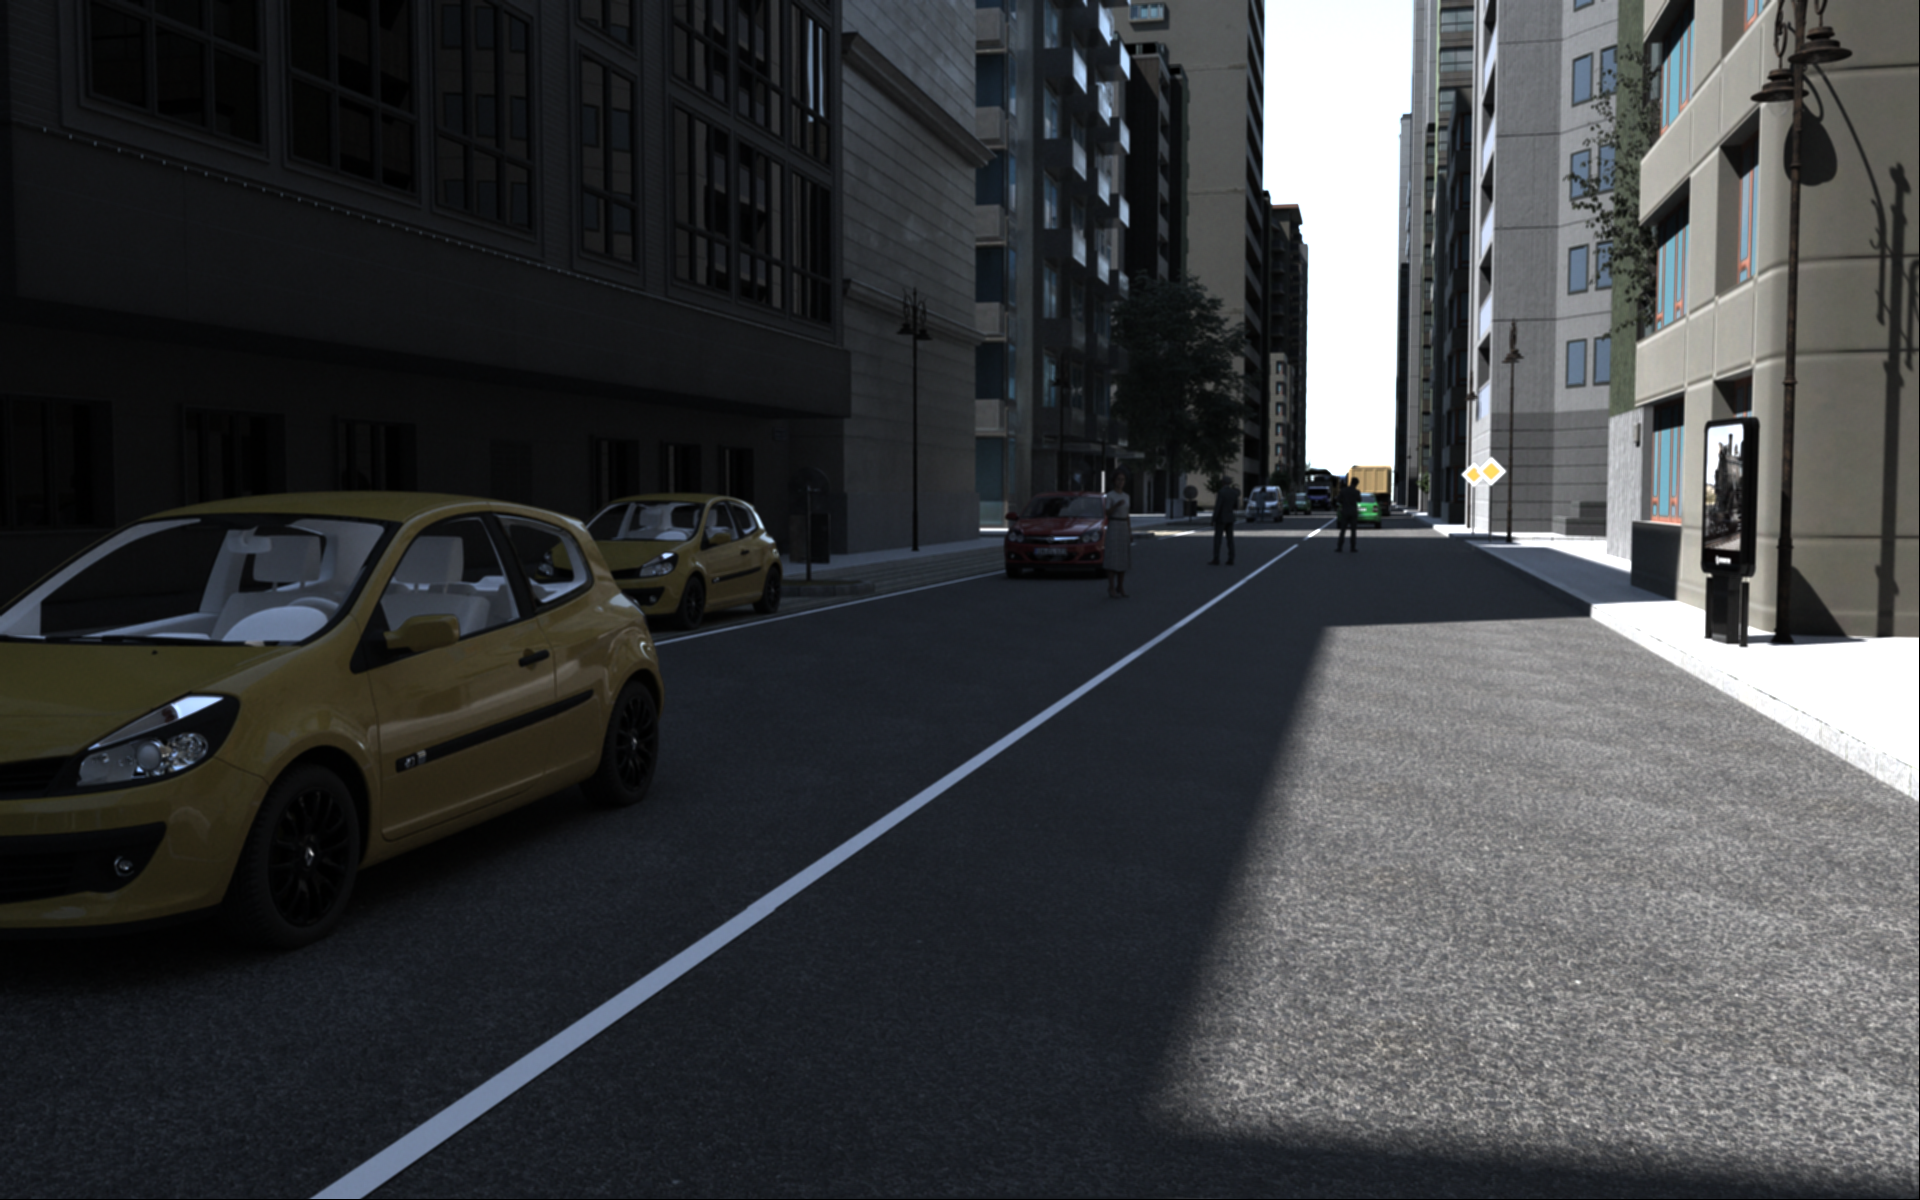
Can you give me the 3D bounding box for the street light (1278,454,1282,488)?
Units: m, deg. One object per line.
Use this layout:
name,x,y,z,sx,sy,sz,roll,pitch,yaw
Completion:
street light,36.010,-13.590,194.986,0.468,5.910,1.993,1,4,13

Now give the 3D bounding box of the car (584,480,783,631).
car,-3.328,-0.563,19.433,2.015,1.641,3.980,1,4,13

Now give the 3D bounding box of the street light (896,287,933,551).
street light,-1.009,-4.043,38.895,0.468,5.910,1.993,1,4,13

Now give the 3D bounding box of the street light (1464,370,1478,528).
street light,18.991,-5.609,64.490,0.468,5.910,1.993,1,4,13

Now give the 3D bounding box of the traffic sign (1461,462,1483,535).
traffic sign,16.027,-3.083,54.054,0.795,2.450,0.064,1,4,13

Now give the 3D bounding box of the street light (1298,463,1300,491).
street light,47.652,-16.572,243.733,0.468,5.910,1.993,1,4,13

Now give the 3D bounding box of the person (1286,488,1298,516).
person,22.141,-6.539,115.514,0.694,1.812,0.767,-3,4,-38

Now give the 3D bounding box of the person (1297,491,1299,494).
person,37.632,-11.283,192.991,0.705,1.823,1.348,1,4,18

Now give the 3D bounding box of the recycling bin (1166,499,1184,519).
recycling bin,11.290,-4.796,90.966,0.722,1.027,0.722,3,5,44

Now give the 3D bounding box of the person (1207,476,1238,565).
person,5.337,-1.627,35.280,0.661,1.801,0.590,-3,4,-36

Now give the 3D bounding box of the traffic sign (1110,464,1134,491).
traffic sign,5.285,-3.240,56.618,0.795,2.450,0.064,1,4,13

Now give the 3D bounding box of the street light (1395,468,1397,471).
street light,55.888,-15.117,219.948,0.468,5.910,1.993,1,4,13

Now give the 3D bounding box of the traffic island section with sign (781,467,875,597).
traffic island section with sign,-2.305,-0.994,24.886,1.989,1.847,2.006,1,4,13

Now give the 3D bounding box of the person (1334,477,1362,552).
person,9.656,-2.127,43.077,0.655,1.846,0.447,1,4,12

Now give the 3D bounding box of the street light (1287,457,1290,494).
street light,40.333,-14.674,212.711,0.468,5.910,1.993,1,4,13

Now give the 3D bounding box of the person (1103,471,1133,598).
person,2.237,-0.914,24.022,0.480,1.755,0.524,-3,4,-37

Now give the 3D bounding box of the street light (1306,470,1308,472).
street light,55.031,-18.470,274.777,0.468,5.910,1.993,1,4,13

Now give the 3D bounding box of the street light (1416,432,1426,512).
street light,33.803,-9.412,126.681,0.468,5.910,1.993,1,4,13

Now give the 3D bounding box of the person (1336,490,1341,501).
person,28.869,-7.458,131.148,0.721,1.735,1.217,-2,4,-24

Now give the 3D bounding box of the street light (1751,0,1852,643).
street light,7.110,-2.569,14.795,0.468,5.910,1.993,1,4,13

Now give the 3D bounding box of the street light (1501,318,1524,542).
street light,14.572,-4.465,45.783,0.468,5.910,1.993,1,4,13

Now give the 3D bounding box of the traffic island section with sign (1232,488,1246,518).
traffic island section with sign,16.736,-5.891,104.948,1.989,1.847,2.006,1,4,13

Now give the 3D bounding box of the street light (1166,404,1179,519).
street light,10.861,-7.088,88.672,0.468,5.910,1.993,1,4,13

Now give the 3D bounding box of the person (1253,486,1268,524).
person,14.182,-4.468,81.822,0.793,1.790,0.793,-1,4,-8

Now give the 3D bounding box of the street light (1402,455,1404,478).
street light,51.493,-13.965,201.118,0.468,5.910,1.993,1,4,13

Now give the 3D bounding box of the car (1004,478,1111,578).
car,1.954,-1.339,30.925,2.155,1.783,4.494,1,4,12

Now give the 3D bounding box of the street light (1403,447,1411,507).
street light,43.968,-12.037,169.594,0.468,5.910,1.993,1,4,13

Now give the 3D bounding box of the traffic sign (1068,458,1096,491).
traffic sign,3.439,-2.765,48.849,0.795,2.450,0.064,1,4,13

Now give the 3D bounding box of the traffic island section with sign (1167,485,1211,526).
traffic island section with sign,10.501,-4.287,78.721,1.989,1.847,2.006,1,4,13

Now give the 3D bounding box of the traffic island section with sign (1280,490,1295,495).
traffic island section with sign,34.639,-10.498,180.272,1.989,1.847,2.006,1,4,13

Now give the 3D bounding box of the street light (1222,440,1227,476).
street light,18.416,-9.046,120.686,0.468,5.910,1.993,1,4,13

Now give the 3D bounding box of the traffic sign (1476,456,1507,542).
traffic sign,14.180,-2.608,46.284,0.795,2.450,0.064,1,4,13

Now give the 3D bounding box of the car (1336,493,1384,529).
car,16.625,-3.870,72.063,1.959,1.807,4.718,1,4,13

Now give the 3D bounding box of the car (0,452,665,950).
car,-2.606,0.209,6.802,2.015,1.641,3.980,1,4,13

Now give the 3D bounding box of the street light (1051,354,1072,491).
street light,3.361,-5.166,57.252,0.468,5.910,1.993,1,4,13

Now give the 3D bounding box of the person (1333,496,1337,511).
person,31.218,-8.050,143.299,0.628,1.438,0.799,1,4,17

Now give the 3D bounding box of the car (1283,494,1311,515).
car,23.116,-6.736,118.931,1.959,1.807,4.718,1,4,15
